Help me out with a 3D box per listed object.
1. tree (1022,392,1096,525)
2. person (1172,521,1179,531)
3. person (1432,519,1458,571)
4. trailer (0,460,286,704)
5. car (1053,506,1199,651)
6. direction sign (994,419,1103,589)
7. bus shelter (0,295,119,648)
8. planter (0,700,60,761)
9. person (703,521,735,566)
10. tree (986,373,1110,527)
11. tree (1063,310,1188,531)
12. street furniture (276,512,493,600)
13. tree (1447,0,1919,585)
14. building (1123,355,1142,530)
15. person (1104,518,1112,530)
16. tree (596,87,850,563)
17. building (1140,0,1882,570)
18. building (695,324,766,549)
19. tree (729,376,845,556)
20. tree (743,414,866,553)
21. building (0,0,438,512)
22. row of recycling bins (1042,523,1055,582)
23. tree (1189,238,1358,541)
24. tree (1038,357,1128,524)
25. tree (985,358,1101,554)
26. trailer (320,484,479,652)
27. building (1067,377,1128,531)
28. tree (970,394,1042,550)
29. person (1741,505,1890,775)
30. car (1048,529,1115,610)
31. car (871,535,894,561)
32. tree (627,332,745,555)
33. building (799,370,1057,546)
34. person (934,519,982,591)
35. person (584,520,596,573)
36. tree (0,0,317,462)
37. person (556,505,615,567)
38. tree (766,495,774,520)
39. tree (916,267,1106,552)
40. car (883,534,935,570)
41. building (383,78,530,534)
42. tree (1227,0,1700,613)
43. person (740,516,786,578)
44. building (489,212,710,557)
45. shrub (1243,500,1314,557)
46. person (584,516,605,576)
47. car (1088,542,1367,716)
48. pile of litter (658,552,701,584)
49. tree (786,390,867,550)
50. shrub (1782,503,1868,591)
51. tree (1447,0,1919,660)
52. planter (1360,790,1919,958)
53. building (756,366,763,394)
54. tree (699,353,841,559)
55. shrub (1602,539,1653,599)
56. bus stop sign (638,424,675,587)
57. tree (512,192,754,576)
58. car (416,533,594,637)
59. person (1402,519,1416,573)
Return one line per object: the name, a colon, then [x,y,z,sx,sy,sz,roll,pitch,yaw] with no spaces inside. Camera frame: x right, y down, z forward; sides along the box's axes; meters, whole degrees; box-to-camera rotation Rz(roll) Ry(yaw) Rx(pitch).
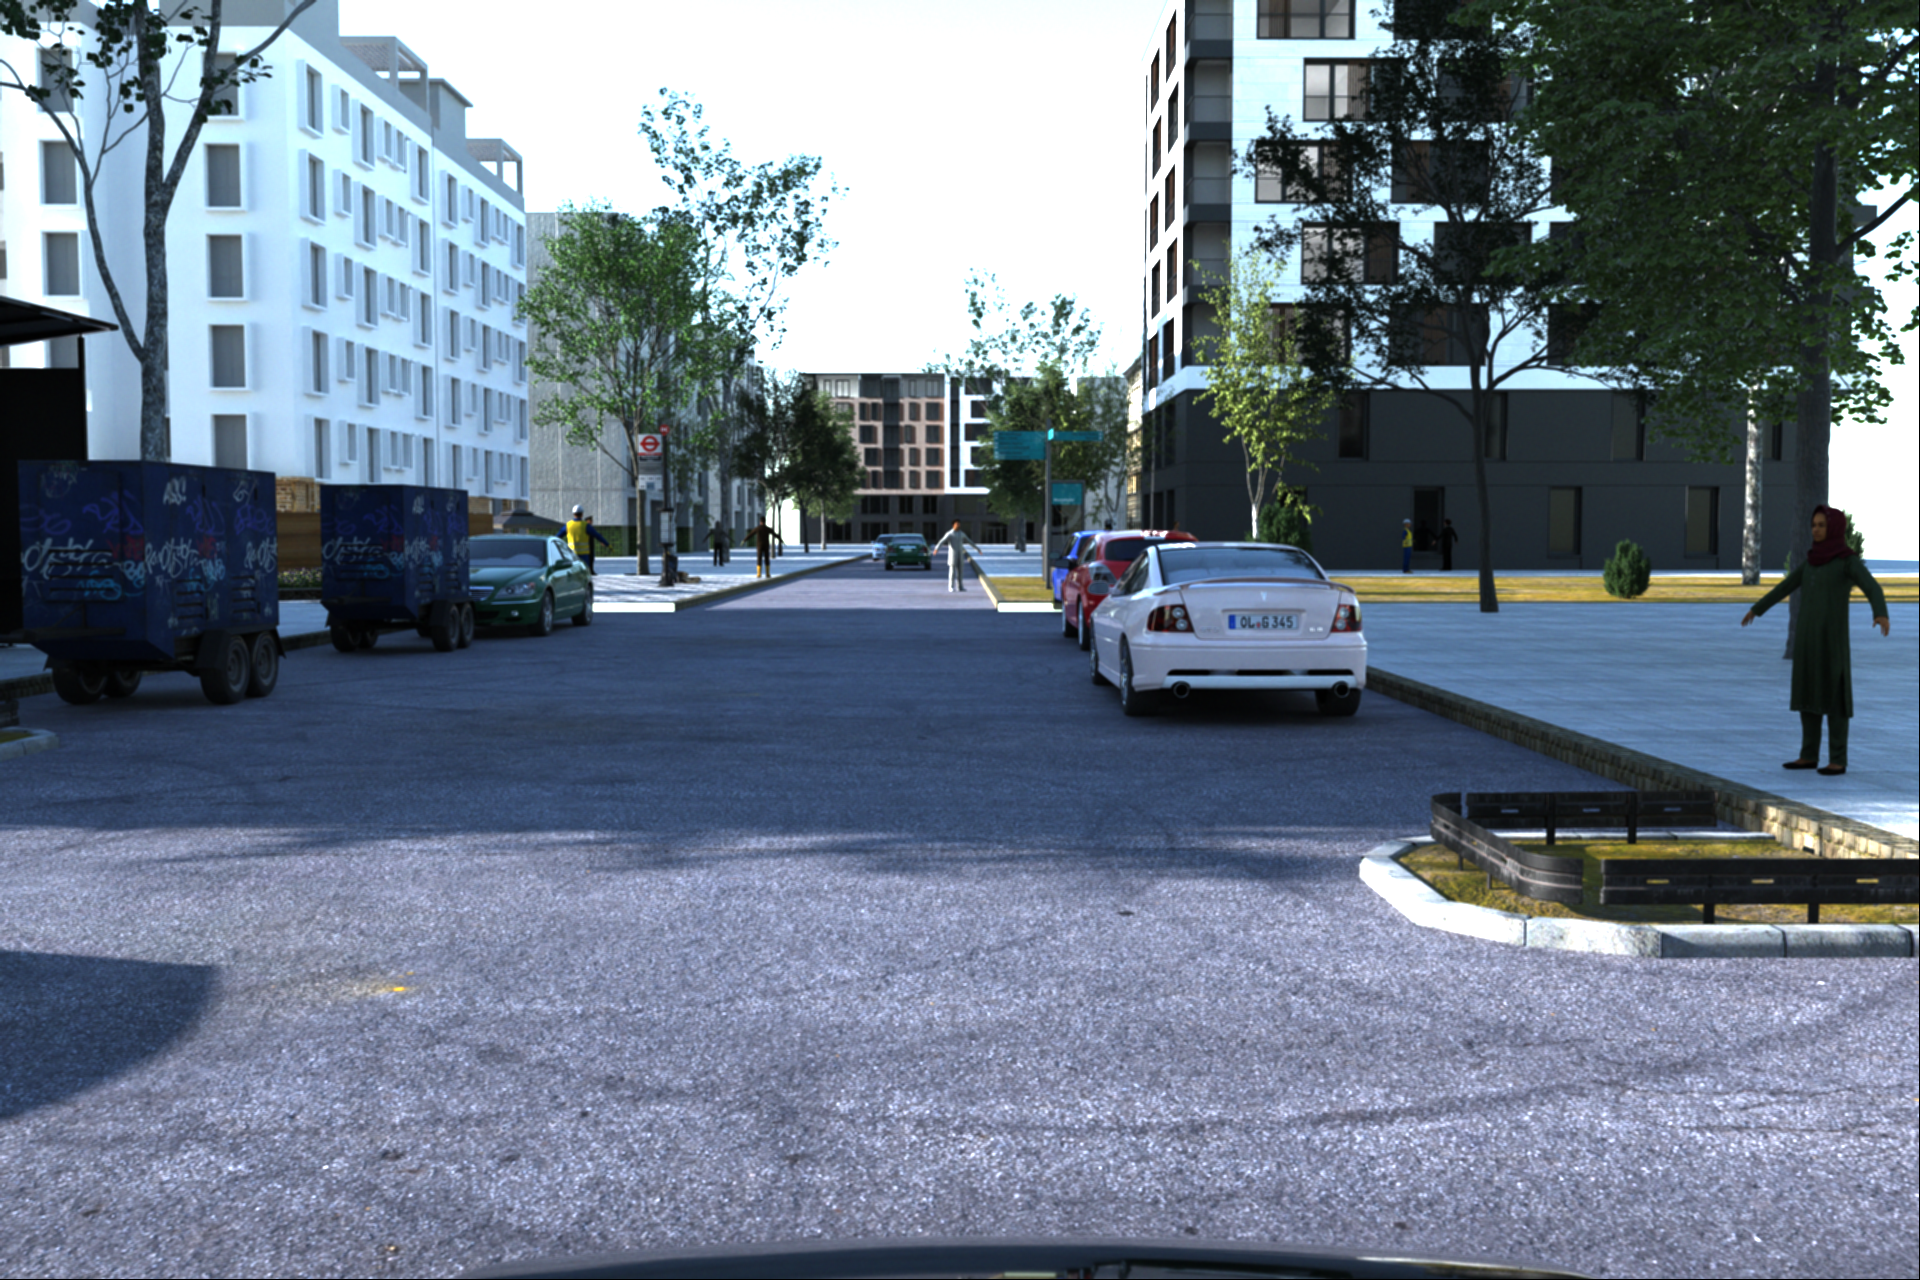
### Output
tree: [4.930,-8.543,90.047,4.360,8.622,3.978,0,3,0]
person: [7.551,-3.244,59.842,0.721,1.733,1.217,3,4,37]
person: [16.997,-3.322,60.498,1.347,1.806,0.705,-3,4,-37]
trailer: [-6.795,-0.434,14.151,1.471,1.999,3.904,0,4,0]
car: [2.338,-0.840,22.781,2.155,1.783,4.494,0,4,-1]
direction sign: [2.069,-3.108,39.581,2.525,3.948,1.411,0,4,-2]
bus shelter: [-10.301,-1.543,16.507,1.731,3.624,6.357,0,4,0]
planter: [-7.038,0.611,11.144,1.991,0.319,1.994,0,4,0]
person: [-9.729,-3.890,69.728,1.348,1.813,0.705,1,4,14]
tree: [5.160,-10.086,99.315,7.601,10.594,8.767,-1,4,-15]
tree: [4.973,-6.563,57.674,4.360,8.622,3.978,0,3,0]
street furniture: [-14.155,-1.807,36.399,9.812,1.723,11.010,-3,4,-38]
tree: [18.973,-11.530,44.413,12.611,20.169,13.585,0,3,0]
building: [24.981,-19.767,154.124,19.493,23.208,18.063,0,4,0]
person: [5.426,-3.539,63.626,1.354,1.858,0.705,-3,5,-43]
tree: [-11.873,-13.490,76.451,12.611,20.169,13.585,0,3,0]
building: [21.783,-14.273,77.335,27.936,21.610,32.646,0,4,0]
building: [-28.447,-18.065,161.813,16.747,18.905,31.486,0,4,1]
tree: [-10.348,-10.201,101.198,8.767,10.594,7.601,2,4,24]
tree: [-10.611,-11.276,118.776,8.767,10.594,7.601,-1,4,-23]
building: [-25.877,-12.239,56.523,16.016,20.090,11.380,0,4,-1]
row of recycling bins: [2.735,-2.457,47.288,1.069,1.692,3.534,0,4,-1]
tree: [7.479,-5.661,42.926,4.737,8.622,4.395,0,3,0]
tree: [4.905,-7.487,72.774,4.737,8.622,4.395,0,3,0]
tree: [5.468,-11.822,111.424,7.486,12.596,7.792,0,3,0]
trailer: [-6.880,-0.834,20.689,1.471,1.999,3.904,0,4,0]
building: [21.379,-20.590,203.100,16.747,18.905,31.486,0,3,0]
tree: [4.682,-13.445,137.947,7.486,12.596,7.792,0,3,0]
person: [4.598,-0.006,9.313,0.599,1.438,0.989,-1,4,-18]
car: [2.608,-1.352,31.692,1.945,1.707,3.694,0,4,-1]
car: [-3.746,-4.955,93.010,2.014,1.417,4.499,0,4,0]
tree: [-10.702,-6.941,63.851,4.360,8.622,3.978,0,3,0]
building: [-3.841,-23.339,228.029,32.646,21.610,27.936,0,4,1]
person: [-0.078,-2.128,43.437,1.347,1.806,0.705,-2,4,-27]
person: [-12.171,-3.092,56.688,1.347,1.817,0.704,1,4,14]
tree: [-12.329,-10.536,28.148,12.611,20.169,13.585,0,3,0]
person: [-7.303,-1.668,33.241,1.349,1.833,0.705,0,4,5]
tree: [-25.743,-16.876,226.276,4.737,8.622,4.395,0,3,0]
tree: [3.146,-16.430,124.521,12.611,20.169,13.585,0,3,0]
car: [-2.078,-3.562,70.033,2.131,1.459,4.920,0,4,-1]
building: [-26.346,-13.264,73.279,16.016,20.090,11.380,0,4,-1]
tree: [8.413,-5.744,28.323,7.601,10.594,8.767,2,4,32]
person: [-5.815,-2.756,51.206,1.346,1.812,0.704,0,4,-5]
building: [-26.922,-14.963,111.104,16.747,18.905,31.486,0,4,0]
shrub: [6.809,-2.015,37.363,1.690,2.028,1.600,0,3,0]
person: [-11.417,-2.906,53.450,0.705,1.837,1.347,1,4,20]
car: [2.195,-0.163,15.033,2.083,1.381,4.827,0,4,-1]
pile of litter: [-7.368,-1.924,45.430,1.176,0.858,1.719,0,4,1]
tree: [-11.110,-13.384,136.959,7.486,12.596,7.792,0,3,0]
shrub: [17.715,-1.899,35.465,1.690,2.028,1.600,0,3,0]
tree: [8.622,-6.044,16.953,7.486,12.596,7.792,0,3,0]
planter: [2.662,0.875,6.838,1.991,0.319,1.994,0,4,-1]
building: [-26.948,-20.002,183.452,16.016,20.090,11.380,0,4,-1]
tree: [-9.909,-9.524,90.129,8.767,10.594,7.601,1,4,13]
shrub: [13.155,-1.410,34.178,1.383,1.207,1.383,0,3,0]
bus stop sign: [-7.403,-3.274,42.237,0.855,3.939,0.416,0,4,1]
tree: [-9.994,-7.820,53.606,9.928,11.665,9.643,0,3,0]
car: [-6.689,-0.852,25.725,2.131,1.459,4.920,0,4,-1]
person: [14.746,-3.078,56.795,0.721,1.772,1.216,2,4,29]
